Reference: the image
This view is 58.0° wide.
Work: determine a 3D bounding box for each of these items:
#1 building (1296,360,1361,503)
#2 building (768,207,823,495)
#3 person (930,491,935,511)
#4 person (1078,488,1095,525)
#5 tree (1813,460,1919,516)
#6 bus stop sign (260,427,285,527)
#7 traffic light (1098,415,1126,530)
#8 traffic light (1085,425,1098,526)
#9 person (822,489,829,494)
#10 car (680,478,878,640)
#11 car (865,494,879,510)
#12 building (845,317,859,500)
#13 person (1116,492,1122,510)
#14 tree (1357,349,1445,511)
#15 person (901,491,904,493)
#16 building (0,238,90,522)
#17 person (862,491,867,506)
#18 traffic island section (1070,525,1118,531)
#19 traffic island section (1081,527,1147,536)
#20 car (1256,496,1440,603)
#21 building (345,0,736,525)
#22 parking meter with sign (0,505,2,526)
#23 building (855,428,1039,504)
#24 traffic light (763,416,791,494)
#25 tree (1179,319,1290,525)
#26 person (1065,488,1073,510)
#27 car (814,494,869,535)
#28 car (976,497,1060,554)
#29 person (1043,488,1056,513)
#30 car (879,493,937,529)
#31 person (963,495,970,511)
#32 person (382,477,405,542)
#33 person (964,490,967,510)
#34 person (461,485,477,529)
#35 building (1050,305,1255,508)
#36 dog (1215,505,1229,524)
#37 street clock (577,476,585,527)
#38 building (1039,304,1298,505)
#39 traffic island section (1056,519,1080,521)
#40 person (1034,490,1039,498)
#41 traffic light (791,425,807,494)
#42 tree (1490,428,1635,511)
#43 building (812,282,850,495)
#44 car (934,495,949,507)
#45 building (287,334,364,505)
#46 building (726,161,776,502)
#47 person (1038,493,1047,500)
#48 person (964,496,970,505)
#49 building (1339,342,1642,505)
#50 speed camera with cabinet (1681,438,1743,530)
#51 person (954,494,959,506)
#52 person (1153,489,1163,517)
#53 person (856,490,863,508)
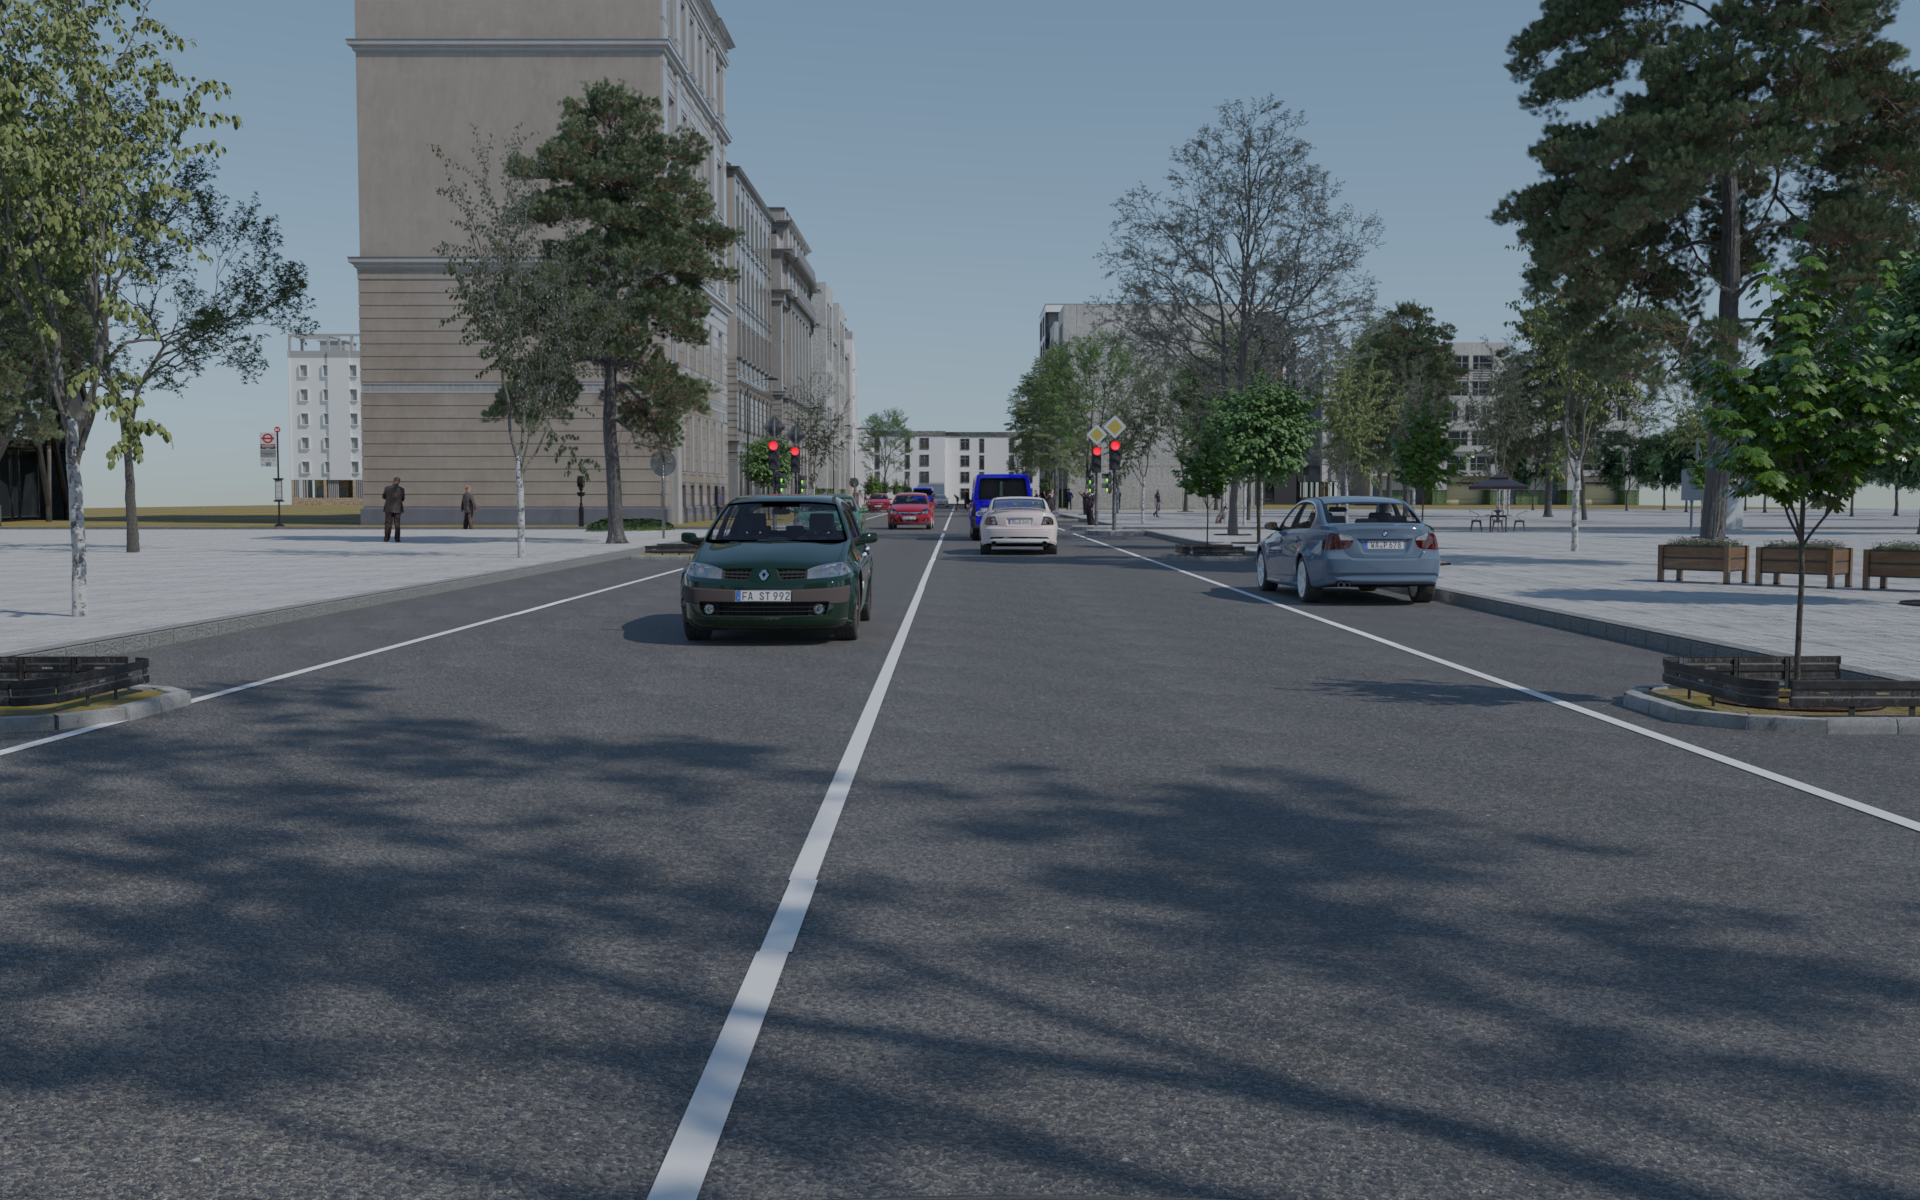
[{"bbox_3d":[51.461,-23.320,237.704,11.380,20.091,16.016,0,3,0],"label":"building"},{"bbox_3d":[-17.216,-17.119,121.699,13.314,21.916,24.055,0,3,0],"label":"building"},{"bbox_3d":[-2.309,-8.611,150.013,0.721,1.735,1.217,0,4,-6],"label":"person"},{"bbox_3d":[5.519,-4.021,75.053,0.742,1.727,0.445,1,4,20],"label":"person"},{"bbox_3d":[58.093,-9.539,118.869,20.602,7.101,11.467,1,4,16],"label":"tree"},{"bbox_3d":[-27.172,-4.877,68.437,0.855,3.939,0.416,-1,4,-19],"label":"bus stop sign"},{"bbox_3d":[5.430,-4.396,61.113,0.839,4.213,0.868,0,3,0],"label":"traffic light"},{"bbox_3d":[5.427,-4.884,69.098,0.839,4.213,0.868,0,3,0],"label":"traffic light"},{"bbox_3d":[-10.766,-8.055,138.559,0.655,1.722,0.431,0,4,-6],"label":"person"},{"bbox_3d":[-1.845,-0.516,18.222,2.009,1.686,4.222,0,4,0],"label":"car"},{"bbox_3d":[-6.420,-7.830,137.065,2.155,1.783,4.494,0,4,-1],"label":"car"},{"bbox_3d":[-19.409,-20.626,193.655,16.016,20.091,11.380,0,3,0],"label":"building"},{"bbox_3d":[12.845,-8.168,140.506,0.541,1.710,0.530,0,4,-6],"label":"person"},{"bbox_3d":[22.976,-8.355,86.967,4.360,8.622,3.978,0,3,0],"label":"tree"},{"bbox_3d":[-5.008,-8.613,150.119,0.445,1.727,0.742,-1,4,-9],"label":"person"},{"bbox_3d":[-50.184,-12.918,78.655,16.811,18.784,16.820,0,3,0],"label":"building"},{"bbox_3d":[-10.559,-11.422,193.516,1.217,1.735,0.721,-1,4,-21],"label":"person"},{"bbox_3d":[5.467,-2.870,69.211,2.009,0.180,2.903,0,3,0],"label":"traffic island section"},{"bbox_3d":[5.470,-2.382,61.225,2.009,0.180,2.903,0,3,0],"label":"traffic island section"},{"bbox_3d":[5.343,-0.744,24.161,2.014,1.417,4.499,0,4,-1],"label":"car"},{"bbox_3d":[-18.266,-18.008,80.330,13.634,28.700,20.117,0,3,0],"label":"building"},{"bbox_3d":[-38.862,-4.418,68.491,1.738,3.016,0.543,0,4,4],"label":"parking meter with sign"},{"bbox_3d":[-2.020,-17.882,234.525,28.070,9.664,9.099,0,3,0],"label":"building"},{"bbox_3d":[-6.532,-4.394,61.093,0.839,4.213,0.868,0,3,0],"label":"traffic light"},{"bbox_3d":[11.476,-7.383,71.068,4.360,8.622,3.978,0,3,0],"label":"tree"},{"bbox_3d":[8.615,-7.963,136.935,0.576,1.737,0.504,-1,4,-18],"label":"person"},{"bbox_3d":[-3.571,-2.206,47.869,2.131,1.459,4.920,0,4,-1],"label":"car"},{"bbox_3d":[1.428,-1.848,42.572,2.083,1.381,4.827,0,4,1],"label":"car"},{"bbox_3d":[4.551,-4.801,87.795,0.445,1.727,0.742,3,5,39],"label":"person"},{"bbox_3d":[-2.012,-3.816,71.432,2.155,1.783,4.494,0,4,1],"label":"car"},{"bbox_3d":[0.578,-8.458,150.013,0.697,1.427,0.421,3,4,38],"label":"person"},{"bbox_3d":[-15.197,-2.429,46.450,0.565,1.739,0.600,-3,5,-43],"label":"person"},{"bbox_3d":[0.568,-9.310,160.855,0.705,1.807,1.348,0,4,7],"label":"person"},{"bbox_3d":[-18.279,-3.393,64.525,0.990,1.755,0.434,3,5,43],"label":"person"},{"bbox_3d":[18.021,-18.587,170.357,16.747,18.905,31.486,0,3,0],"label":"building"},{"bbox_3d":[11.245,-3.696,74.809,0.513,0.831,0.800,-2,4,-30],"label":"dog"},{"bbox_3d":[-14.927,-3.894,68.243,0.358,2.002,0.471,0,4,-1],"label":"street clock"},{"bbox_3d":[23.084,-21.915,202.281,27.936,21.610,32.646,0,3,0],"label":"building"},{"bbox_3d":[5.460,-4.343,93.875,1.991,0.108,1.994,0,3,0],"label":"traffic island section"},{"bbox_3d":[4.920,-6.271,111.950,0.530,1.710,0.541,0,4,3],"label":"person"},{"bbox_3d":[-6.534,-4.883,69.078,0.839,4.213,0.868,0,3,0],"label":"traffic light"},{"bbox_3d":[53.059,-10.555,135.474,20.602,7.101,11.467,0,4,-2],"label":"tree"},{"bbox_3d":[-19.560,-17.980,160.432,16.747,18.905,31.486,0,3,0],"label":"building"},{"bbox_3d":[-2.212,-10.867,190.033,2.083,1.381,4.827,0,4,-1],"label":"car"},{"bbox_3d":[-73.011,-21.647,210.350,11.380,20.091,16.016,0,3,0],"label":"building"},{"bbox_3d":[-16.468,-15.379,100.605,9.793,20.994,18.267,0,3,0],"label":"building"},{"bbox_3d":[7.863,-9.670,164.165,1.348,1.821,0.705,-3,4,-36],"label":"person"},{"bbox_3d":[0.803,-12.810,218.884,0.756,1.711,0.436,2,4,34],"label":"person"},{"bbox_3d":[63.663,-21.032,210.331,31.486,18.905,16.747,0,3,0],"label":"building"},{"bbox_3d":[26.857,-4.127,61.812,2.038,3.252,0.660,0,4,-3],"label":"speed camera with cabinet"},{"bbox_3d":[-0.440,-12.280,212.511,0.697,1.427,0.421,2,4,24],"label":"person"},{"bbox_3d":[10.965,-5.380,96.222,0.569,1.553,0.471,-2,4,-31],"label":"person"},{"bbox_3d":[-6.866,-6.682,118.420,0.551,1.740,0.621,1,4,14],"label":"person"}]
